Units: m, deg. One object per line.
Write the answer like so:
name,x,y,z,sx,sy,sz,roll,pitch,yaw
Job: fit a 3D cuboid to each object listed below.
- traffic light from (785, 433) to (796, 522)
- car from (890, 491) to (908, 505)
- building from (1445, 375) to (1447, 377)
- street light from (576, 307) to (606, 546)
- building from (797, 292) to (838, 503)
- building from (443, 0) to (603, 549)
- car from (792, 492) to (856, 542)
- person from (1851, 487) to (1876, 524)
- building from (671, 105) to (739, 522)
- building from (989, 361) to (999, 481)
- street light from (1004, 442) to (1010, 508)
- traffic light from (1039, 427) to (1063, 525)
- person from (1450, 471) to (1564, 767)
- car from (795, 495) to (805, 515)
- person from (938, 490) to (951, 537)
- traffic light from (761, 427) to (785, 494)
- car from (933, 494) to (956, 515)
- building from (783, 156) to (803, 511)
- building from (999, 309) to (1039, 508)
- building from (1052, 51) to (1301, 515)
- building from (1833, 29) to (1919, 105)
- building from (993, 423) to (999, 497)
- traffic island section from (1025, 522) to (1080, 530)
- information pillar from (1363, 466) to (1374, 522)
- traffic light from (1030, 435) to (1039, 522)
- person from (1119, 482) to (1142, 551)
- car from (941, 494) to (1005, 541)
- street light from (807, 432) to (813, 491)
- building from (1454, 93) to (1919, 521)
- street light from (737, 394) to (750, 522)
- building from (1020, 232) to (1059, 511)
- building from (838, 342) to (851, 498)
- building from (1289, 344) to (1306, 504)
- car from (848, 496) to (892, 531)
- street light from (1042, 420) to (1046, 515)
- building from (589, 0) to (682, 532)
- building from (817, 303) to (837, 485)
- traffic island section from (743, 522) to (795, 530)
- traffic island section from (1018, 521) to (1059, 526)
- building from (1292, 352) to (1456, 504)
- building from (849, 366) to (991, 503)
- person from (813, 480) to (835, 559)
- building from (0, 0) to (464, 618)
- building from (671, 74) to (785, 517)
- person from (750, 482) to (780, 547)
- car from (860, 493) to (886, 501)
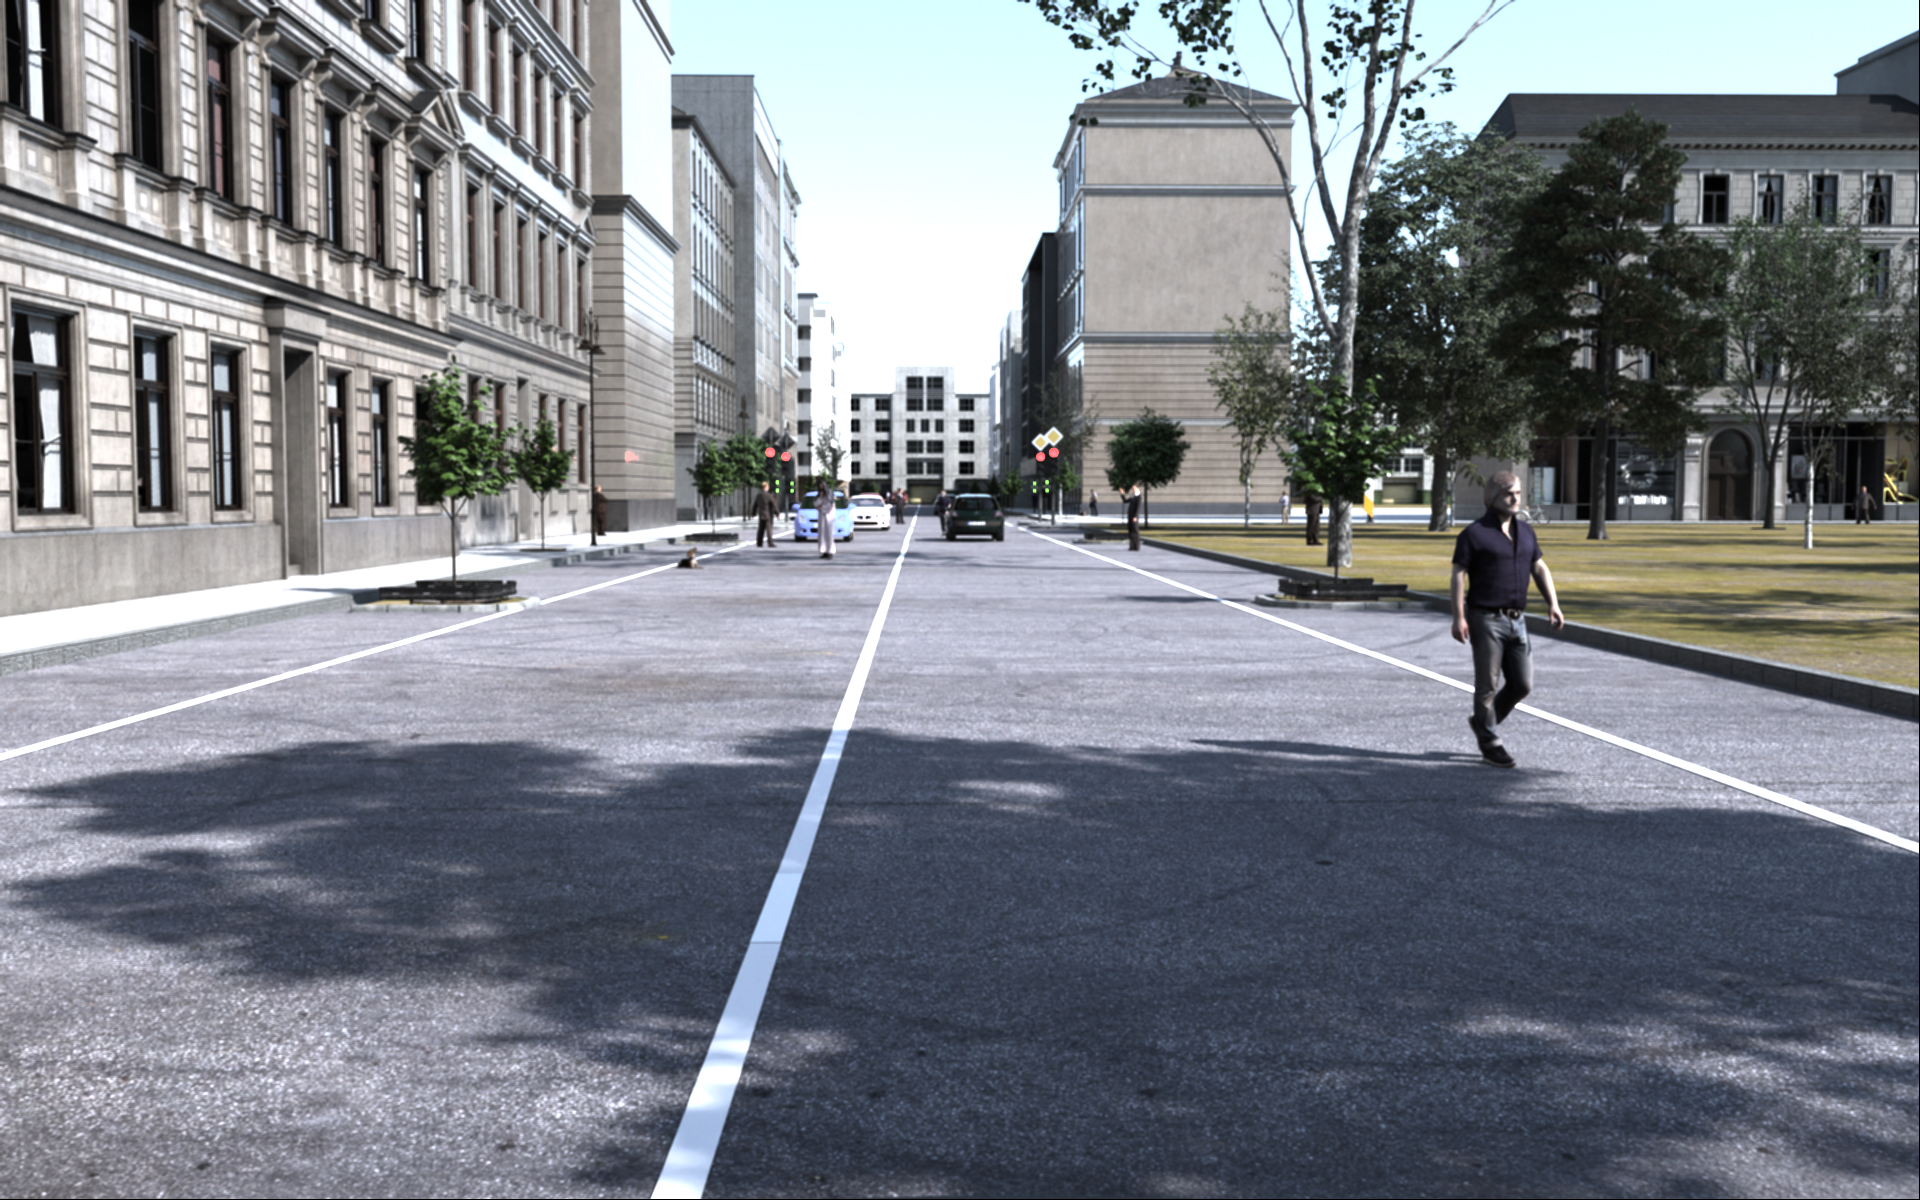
traffic light,-7.905,-5.494,79.069,0.839,4.213,0.868,0,4,-1
car,-7.793,-13.119,223.175,2.281,1.827,5.304,0,4,1
building,68.539,-24.009,248.965,11.380,20.091,16.016,0,4,-1
street light,-9.131,-4.294,42.993,0.468,5.910,1.993,0,4,-1
building,-19.865,-18.567,159.994,16.016,20.091,11.380,0,4,-1
building,-16.757,-12.836,46.021,11.583,22.565,21.152,0,4,-1
car,-4.130,-2.643,52.809,1.945,1.707,3.694,0,4,-2
person,39.998,-4.134,76.645,0.990,1.755,0.434,2,4,35
building,-17.084,-14.631,88.370,9.793,20.994,18.267,0,4,-1
building,11.801,-22.466,223.744,16.016,20.091,11.380,0,4,-1
street light,4.208,-11.078,153.920,0.468,5.910,1.993,0,4,-1
traffic light,3.822,-5.021,71.344,0.839,4.213,0.868,0,4,-1
person,2.902,0.092,9.210,0.569,1.553,0.471,1,4,16
car,-8.060,-5.131,95.892,2.014,1.417,4.499,0,4,-1
person,-0.454,-2.913,58.331,0.471,1.553,0.569,-1,4,-18
traffic light,-7.736,-5.006,71.086,0.839,4.213,0.868,0,4,-1
car,-0.883,-6.506,118.383,2.014,1.417,4.499,0,4,0
building,-18.963,-20.960,128.606,13.634,28.700,20.117,0,4,-1
building,12.999,-18.823,174.213,16.747,18.905,31.486,0,4,-1
building,13.340,-20.033,113.443,13.634,28.700,20.117,0,4,-1
building,59.502,-17.989,87.629,24.014,27.812,14.314,0,4,-1
building,8.987,-16.035,204.311,9.099,9.664,28.070,0,4,-1
traffic island section,3.862,-3.008,71.458,2.009,0.180,2.903,0,4,-1
information pillar,18.637,-5.356,78.927,0.504,3.616,0.183,-1,4,-20
traffic light,3.654,-5.510,79.328,0.839,4.213,0.868,0,4,-1
person,4.297,-2.119,43.946,0.742,1.727,0.445,2,4,35
car,0.439,-2.690,53.770,2.009,1.686,4.222,0,4,-2
street light,-10.960,-9.404,126.548,0.468,5.910,1.993,0,4,-1
building,26.992,-14.310,84.874,40.483,20.767,10.553,0,4,-1
street light,-9.955,-6.548,79.844,0.468,5.910,1.993,0,4,-1
building,12.767,-19.614,139.748,14.314,24.678,30.058,0,4,-1
building,-21.477,-21.298,204.644,16.016,20.091,11.380,0,4,-1
building,37.459,-22.446,223.406,11.380,20.091,16.016,0,4,-1
car,-3.748,-3.474,69.157,2.083,1.381,4.827,0,4,-1
street light,5.217,-8.216,107.113,0.468,5.910,1.993,0,4,-1
building,-23.350,-16.237,62.737,25.104,27.353,12.463,0,4,-1
building,-27.690,-20.704,182.490,27.936,21.610,32.646,0,4,-1
traffic island section,-7.777,-2.993,71.218,2.009,0.180,2.903,0,4,-1
traffic island section,3.694,-3.496,79.441,2.009,0.180,2.903,0,4,-1
building,58.915,-21.782,222.594,31.486,18.905,16.747,0,4,-1
building,-9.215,-23.270,246.921,31.486,18.905,16.747,0,4,-1
person,-3.017,-1.796,38.529,0.551,1.740,0.621,1,4,10
building,-14.829,-9.869,25.982,10.561,19.102,19.286,0,4,-1
building,-17.779,-17.723,107.793,12.078,24.808,19.932,0,4,-1
person,-5.247,-2.311,46.836,0.990,1.755,0.434,3,4,36
car,-5.816,-6.274,111.627,2.155,1.783,4.494,0,4,-2
